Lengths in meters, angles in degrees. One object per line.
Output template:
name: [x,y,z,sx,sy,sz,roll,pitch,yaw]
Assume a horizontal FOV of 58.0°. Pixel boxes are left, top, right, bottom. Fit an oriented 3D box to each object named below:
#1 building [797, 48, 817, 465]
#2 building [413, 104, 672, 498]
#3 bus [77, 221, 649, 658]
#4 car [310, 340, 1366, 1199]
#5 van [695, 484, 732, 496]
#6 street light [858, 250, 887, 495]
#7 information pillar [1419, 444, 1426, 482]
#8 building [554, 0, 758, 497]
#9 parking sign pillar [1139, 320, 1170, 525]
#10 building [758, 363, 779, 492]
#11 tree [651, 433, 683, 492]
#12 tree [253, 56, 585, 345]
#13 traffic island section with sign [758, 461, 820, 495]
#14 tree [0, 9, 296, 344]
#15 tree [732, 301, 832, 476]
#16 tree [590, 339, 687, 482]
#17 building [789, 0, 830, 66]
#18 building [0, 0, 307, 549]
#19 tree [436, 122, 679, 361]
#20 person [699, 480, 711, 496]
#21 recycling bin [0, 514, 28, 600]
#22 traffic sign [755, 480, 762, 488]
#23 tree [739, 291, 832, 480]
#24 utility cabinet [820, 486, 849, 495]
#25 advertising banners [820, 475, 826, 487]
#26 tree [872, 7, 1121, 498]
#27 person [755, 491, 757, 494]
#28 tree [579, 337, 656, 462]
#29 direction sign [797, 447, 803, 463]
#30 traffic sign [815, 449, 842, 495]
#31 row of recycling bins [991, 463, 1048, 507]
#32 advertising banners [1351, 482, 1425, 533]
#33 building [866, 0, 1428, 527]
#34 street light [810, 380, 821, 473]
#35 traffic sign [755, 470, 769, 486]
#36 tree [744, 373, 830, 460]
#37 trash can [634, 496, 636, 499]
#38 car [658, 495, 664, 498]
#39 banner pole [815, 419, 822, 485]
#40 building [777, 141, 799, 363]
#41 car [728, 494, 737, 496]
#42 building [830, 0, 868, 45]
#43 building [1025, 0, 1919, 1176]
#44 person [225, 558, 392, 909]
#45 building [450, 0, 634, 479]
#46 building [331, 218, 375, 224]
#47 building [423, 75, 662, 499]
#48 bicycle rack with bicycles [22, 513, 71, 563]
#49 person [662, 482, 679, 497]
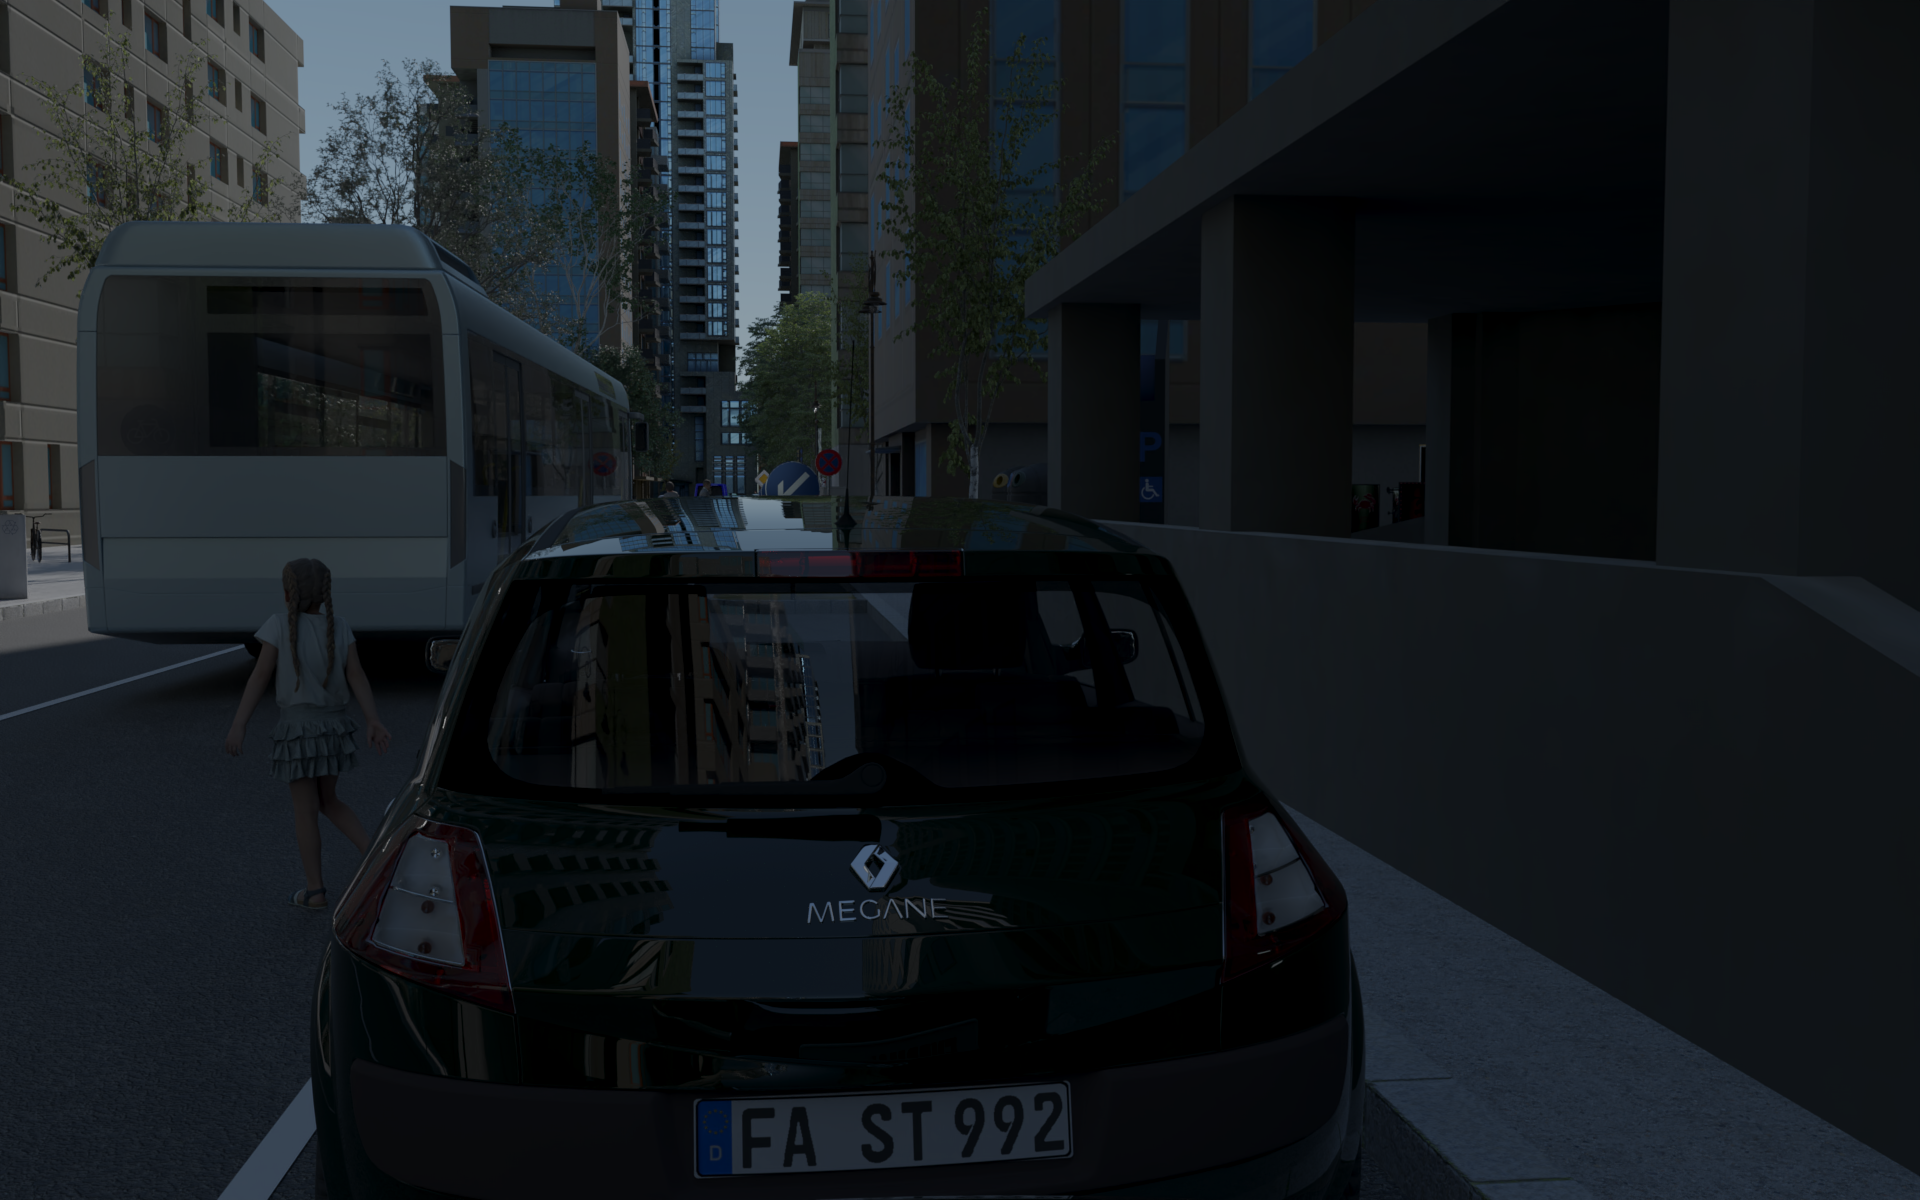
building: [-8.236,-29.362,163.670,14.154,41.232,14.086,0,4,-7]
building: [-51.267,-36.300,213.113,30.456,49.044,23.786,0,4,-7]
bus: [-5.285,-1.437,18.353,2.948,3.499,13.247,0,4,-5]
car: [-0.397,0.331,4.380,2.009,1.686,4.222,-1,4,-8]
van: [-14.851,-6.079,103.773,2.240,2.365,5.245,0,4,-5]
street light: [-1.669,-3.685,33.034,0.468,5.910,1.993,0,4,-7]
information pillar: [7.012,-1.296,25.679,0.304,2.012,0.304,-3,4,-36]
building: [-44.505,-57.018,244.912,31.000,86.520,22.319,0,4,-7]
parking sign pillar: [2.662,-2.173,23.995,1.447,3.967,1.447,1,4,9]
building: [-15.000,-24.950,252.973,28.899,21.520,27.650,0,4,-7]
tree: [-33.937,-15.229,199.357,4.737,8.622,4.395,0,3,0]
tree: [-15.334,-8.423,48.093,12.009,13.543,11.850,0,3,0]
traffic island section with sign: [-2.206,-0.797,21.651,1.989,1.847,2.006,0,4,-7]
tree: [-12.812,-4.719,27.526,4.360,8.622,3.978,0,3,0]
tree: [-10.280,-12.594,112.565,9.857,13.997,8.962,0,3,0]
tree: [-25.197,-12.964,128.970,9.611,12.733,9.660,0,3,0]
building: [-3.509,-36.467,185.480,28.713,52.752,27.495,0,4,-7]
building: [-37.720,-12.596,50.976,28.899,21.520,27.650,0,4,-7]
tree: [-20.830,-14.239,88.701,12.611,20.169,13.585,0,3,0]
person: [-6.749,-2.287,46.014,0.853,1.813,0.709,-1,4,-15]
recycling bin: [-11.883,-0.530,21.226,0.722,1.027,0.722,-2,4,-35]
traffic sign: [-8.900,-4.578,78.498,0.795,2.450,0.064,0,4,-7]
tree: [-8.640,-10.963,97.371,7.486,12.596,7.792,0,3,0]
utility cabinet: [-3.724,-2.560,50.531,0.318,1.500,1.173,2,4,34]
advertising banners: [-11.222,-8.367,132.983,2.074,3.025,0.090,0,4,-4]
tree: [0.403,-4.712,27.399,4.737,8.622,4.395,0,3,0]
person: [-18.789,-9.124,158.205,0.750,1.759,0.617,1,4,14]
tree: [-22.084,-10.353,103.691,8.767,10.594,7.601,1,4,14]
direction sign: [-7.769,-5.631,84.071,0.379,3.537,0.876,-1,4,-23]
traffic sign: [-3.712,-2.991,49.003,0.768,2.556,0.104,0,4,-6]
row of recycling bins: [1.045,-1.047,24.233,1.069,1.692,3.534,0,4,-4]
advertising banners: [5.918,-1.614,22.585,2.074,3.025,0.090,-1,4,-16]
building: [5.149,-23.893,40.759,14.600,45.320,14.200,0,4,-7]
street light: [-5.848,-5.966,70.327,0.468,5.910,1.993,0,4,-7]
traffic sign: [-7.970,-4.093,70.567,0.795,2.450,0.064,0,4,-7]
tree: [-11.717,-11.658,125.016,8.767,10.594,7.601,0,4,7]
trash can: [-28.037,-8.362,148.377,0.748,1.137,0.748,0,3,0]
car: [-20.295,-6.613,120.488,2.083,1.381,4.827,0,4,-5]
banner pole: [-4.724,-4.155,57.958,0.401,3.779,0.863,-1,4,-18]
building: [-11.210,-34.164,213.210,22.147,44.769,28.867,0,4,-7]
car: [-18.805,-8.074,140.812,1.959,1.807,4.718,0,4,-8]
building: [2.226,-23.193,62.795,14.154,41.232,14.086,0,4,-7]
building: [17.162,-19.418,9.367,32.217,40.220,23.993,0,4,-7]
person: [-2.233,0.464,5.937,0.382,1.210,0.505,3,5,43]
building: [-37.534,-31.084,158.341,14.600,45.320,14.200,0,4,-7]
building: [-86.333,-33.880,245.814,23.993,40.220,32.217,0,4,-7]
building: [-42.677,-32.106,179.558,22.147,44.769,28.867,0,4,-7]
bicycle rack with bicycles: [-17.925,-1.155,32.267,2.852,0.926,2.925,-3,5,-43]
person: [-8.172,-2.458,49.041,0.532,1.782,0.716,3,5,44]
